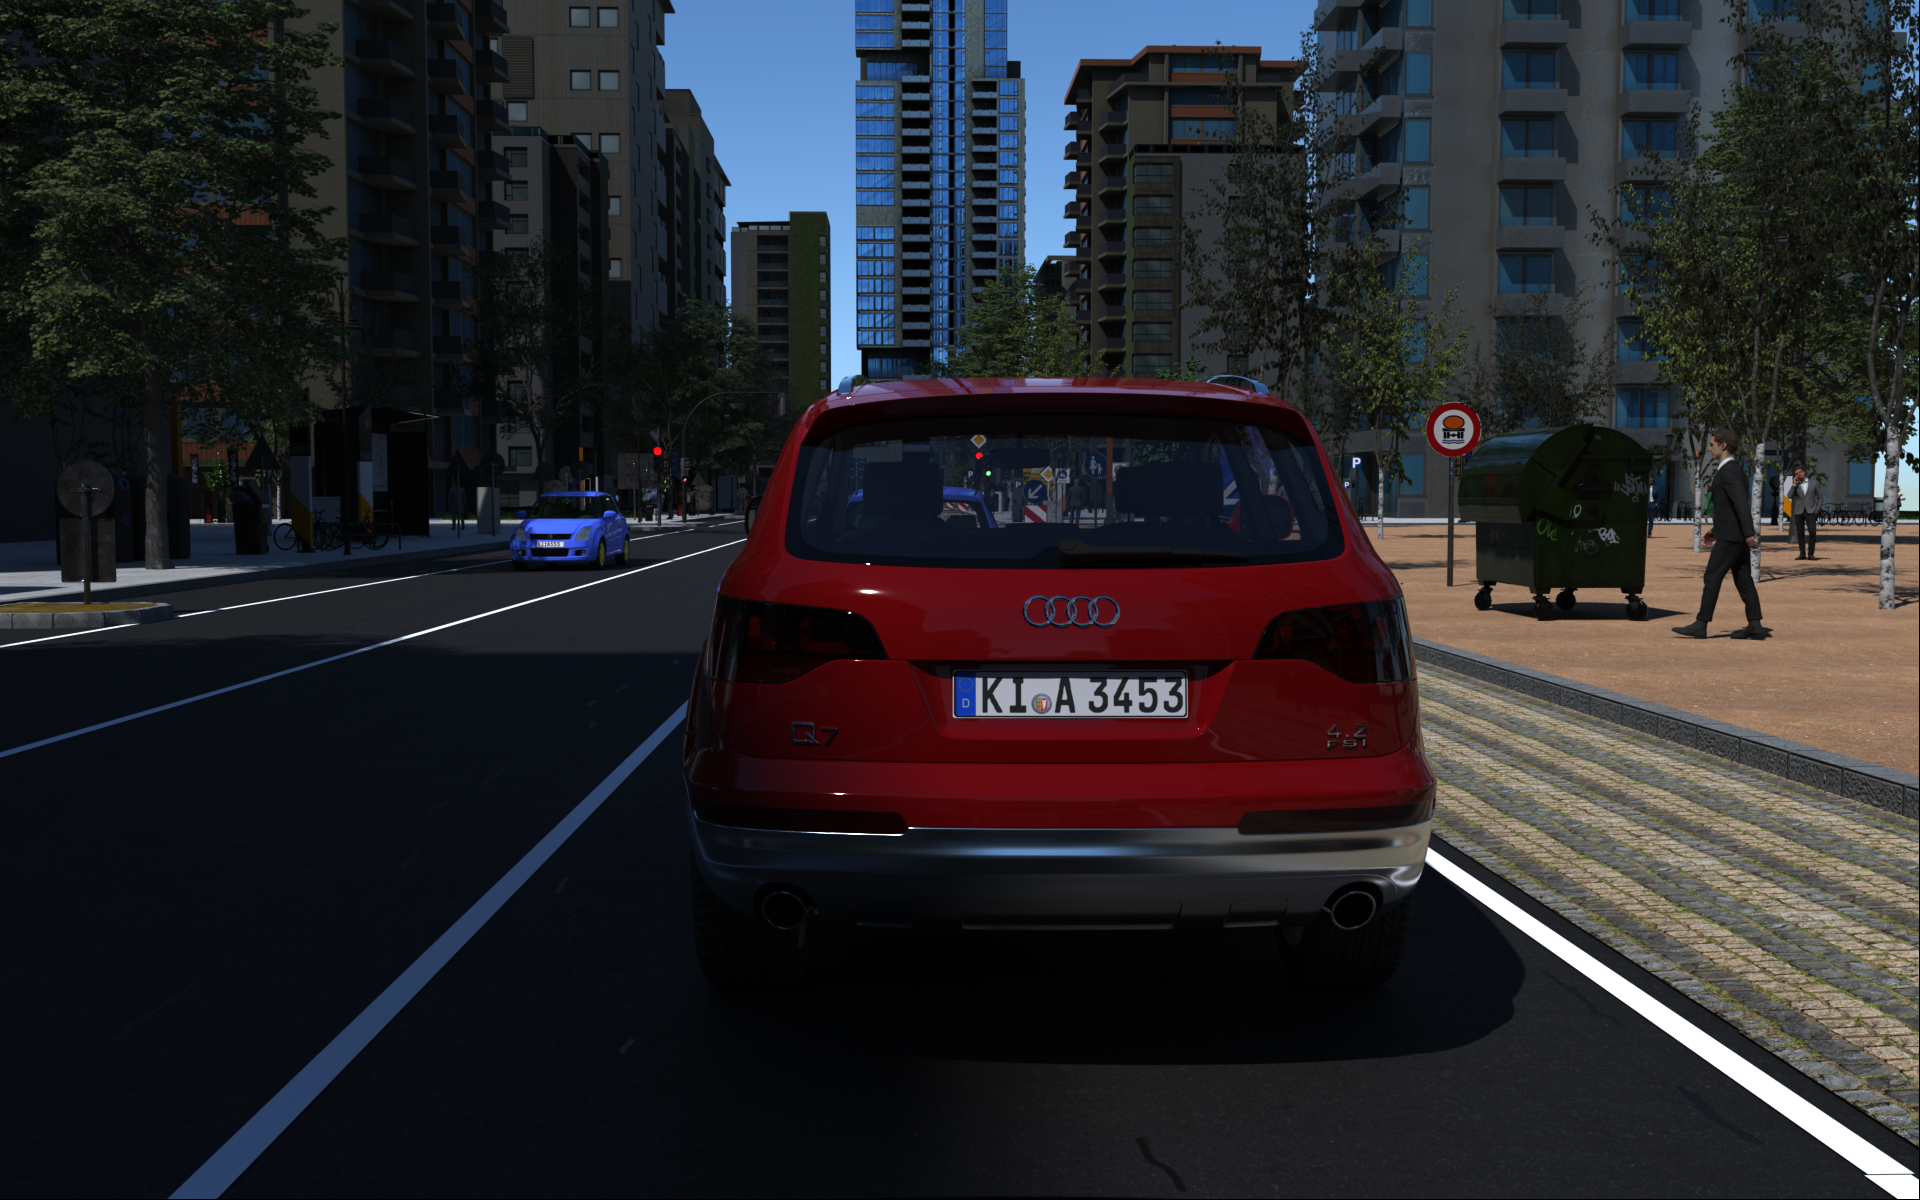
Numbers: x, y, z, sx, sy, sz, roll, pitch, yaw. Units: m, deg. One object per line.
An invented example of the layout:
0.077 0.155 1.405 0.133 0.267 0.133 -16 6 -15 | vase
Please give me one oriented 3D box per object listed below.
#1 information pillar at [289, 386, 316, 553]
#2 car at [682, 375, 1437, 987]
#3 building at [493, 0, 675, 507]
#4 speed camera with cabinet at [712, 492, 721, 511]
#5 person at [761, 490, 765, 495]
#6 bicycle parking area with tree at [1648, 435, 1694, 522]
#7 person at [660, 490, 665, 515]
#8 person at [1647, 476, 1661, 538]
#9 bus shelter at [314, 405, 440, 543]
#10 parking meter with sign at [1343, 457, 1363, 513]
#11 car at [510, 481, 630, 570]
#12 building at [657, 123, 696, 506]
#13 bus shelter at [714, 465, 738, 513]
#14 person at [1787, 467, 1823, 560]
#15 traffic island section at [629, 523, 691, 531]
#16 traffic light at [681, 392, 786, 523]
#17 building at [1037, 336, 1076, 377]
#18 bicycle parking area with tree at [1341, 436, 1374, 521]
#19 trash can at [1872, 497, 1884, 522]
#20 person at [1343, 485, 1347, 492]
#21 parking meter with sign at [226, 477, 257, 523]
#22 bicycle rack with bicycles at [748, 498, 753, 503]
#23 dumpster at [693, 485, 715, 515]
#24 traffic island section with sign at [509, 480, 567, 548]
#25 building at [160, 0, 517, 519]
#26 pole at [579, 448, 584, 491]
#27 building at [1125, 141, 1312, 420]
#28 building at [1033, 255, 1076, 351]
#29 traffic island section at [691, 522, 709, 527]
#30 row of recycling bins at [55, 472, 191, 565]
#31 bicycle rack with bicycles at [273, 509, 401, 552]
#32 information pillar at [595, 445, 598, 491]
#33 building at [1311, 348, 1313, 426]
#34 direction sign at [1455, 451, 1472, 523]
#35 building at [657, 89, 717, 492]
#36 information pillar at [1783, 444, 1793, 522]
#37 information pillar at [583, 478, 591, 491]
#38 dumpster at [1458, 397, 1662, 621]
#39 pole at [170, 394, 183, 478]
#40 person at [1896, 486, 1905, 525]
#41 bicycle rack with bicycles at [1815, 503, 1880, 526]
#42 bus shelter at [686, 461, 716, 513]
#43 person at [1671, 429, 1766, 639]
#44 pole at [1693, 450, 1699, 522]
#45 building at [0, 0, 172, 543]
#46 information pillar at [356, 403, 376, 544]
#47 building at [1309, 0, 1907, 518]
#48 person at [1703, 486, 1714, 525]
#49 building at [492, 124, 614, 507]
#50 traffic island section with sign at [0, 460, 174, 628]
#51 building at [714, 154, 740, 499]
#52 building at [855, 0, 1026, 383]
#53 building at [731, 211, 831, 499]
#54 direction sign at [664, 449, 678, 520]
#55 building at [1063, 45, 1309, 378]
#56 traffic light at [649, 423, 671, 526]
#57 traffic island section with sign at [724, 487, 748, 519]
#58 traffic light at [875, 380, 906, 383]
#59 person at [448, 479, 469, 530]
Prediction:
-14.366 -2.839 37.778 0.504 3.616 0.183 1 4 14 | information pillar
0.248 0.128 6.580 2.281 1.827 5.304 0 4 0 | car
-42.681 -35.155 164.027 28.713 52.752 27.495 0 4 -2 | building
-18.547 -8.168 127.880 2.038 3.252 0.660 0 4 1 | speed camera with cabinet
-23.083 -12.114 204.630 1.217 1.766 0.721 3 4 39 | person
31.695 -5.950 84.283 8.231 4.147 9.016 2 4 30 | bicycle parking area with tree
-18.792 -6.108 108.503 0.503 1.515 0.523 -3 5 -45 | person
19.995 -2.699 50.354 0.721 1.800 0.419 1 4 14 | person
-16.227 -3.503 48.551 1.731 3.624 6.357 0 4 -2 | bus shelter
18.114 -5.159 80.606 0.543 3.016 1.738 3 4 36 | parking meter with sign
-7.571 -1.478 33.754 1.945 1.707 3.694 0 3 0 | car
-36.112 -30.689 185.359 14.154 41.232 14.086 0 4 -2 | building
-16.275 -7.877 122.716 2.014 3.302 5.546 0 4 -2 | bus shelter
16.425 -1.678 33.655 0.473 1.802 0.592 -3 5 -39 | person
-12.004 -2.860 69.041 2.009 0.180 2.903 0 4 -2 | traffic island section
-10.141 -6.258 76.993 4.771 5.953 1.251 0 4 -2 | traffic light
23.350 -21.968 204.222 27.650 21.520 28.899 0 4 -2 | building
16.245 -6.017 85.386 8.231 4.147 9.016 1 4 15 | bicycle parking area with tree
42.154 -4.137 79.291 0.748 1.137 0.748 0 3 0 | trash can
12.192 -3.061 55.904 0.447 1.846 0.655 -3 4 -37 | person
-31.671 -4.938 76.996 1.738 3.016 0.543 -2 4 -32 | parking meter with sign
-17.491 -7.858 141.856 2.852 0.926 2.925 3 5 45 | bicycle rack with bicycles
-15.501 -6.048 104.644 1.264 1.857 1.865 0 4 -2 | dumpster
-10.933 -2.323 46.615 1.989 1.847 2.006 0 4 -2 | traffic island section with sign
-38.639 -27.233 99.876 22.147 44.769 28.867 0 4 -2 | building
-16.602 -5.024 75.993 0.158 3.312 0.155 0 3 0 | pole
20.732 -22.895 146.034 14.160 30.474 14.107 0 4 -2 | building
23.768 -34.952 263.340 23.993 40.220 32.217 0 4 -2 | building
-12.270 -3.348 77.022 2.009 0.180 2.903 0 4 -2 | traffic island section
-15.929 -1.581 32.958 1.069 1.692 3.534 0 4 7 | row of recycling bins
-14.294 -1.623 39.916 2.925 0.926 2.852 -3 4 -36 | bicycle rack with bicycles
-17.414 -5.608 83.038 0.183 3.616 0.504 -1 4 -16 | information pillar
43.681 -29.562 255.042 14.107 30.474 14.160 0 4 -2 | building
22.481 -5.228 77.467 0.379 3.537 0.876 -3 5 -45 | direction sign
-40.560 -35.521 204.461 21.600 48.544 21.300 0 4 -2 | building
37.994 -5.386 79.409 0.183 3.616 0.504 -2 4 -33 | information pillar
-17.287 -4.637 80.311 0.304 2.012 0.304 -1 4 -17 | information pillar
6.285 -0.963 18.241 1.502 2.255 1.985 0 4 -2 | dumpster
-16.010 -2.544 35.440 0.158 3.312 0.155 0 3 0 | pole
40.335 -4.014 74.479 0.532 1.782 0.716 3 5 39 | person
35.155 -3.444 69.694 2.852 0.926 2.925 0 4 0 | bicycle rack with bicycles
-18.175 -7.922 120.806 1.731 3.624 6.357 0 4 -2 | bus shelter
6.732 -0.580 15.307 0.755 1.850 0.659 2 4 35 | person
33.834 -5.244 79.585 0.158 3.312 0.155 0 3 0 | pole
-37.029 -15.634 49.116 24.014 27.812 14.314 0 4 -2 | building
-15.175 -3.232 44.202 0.183 3.616 0.504 1 4 21 | information pillar
35.619 -29.394 100.193 30.456 49.044 23.786 0 4 -2 | building
31.981 -3.984 73.882 0.529 1.795 0.600 2 4 29 | person
-36.195 -22.475 139.175 14.160 30.474 14.107 0 4 -2 | building
-10.033 -0.660 19.414 1.989 1.847 2.006 0 4 -2 | traffic island section with sign
-47.085 -40.989 259.412 27.495 52.752 28.713 0 4 -2 | building
-3.551 -57.704 256.136 31.000 86.520 22.319 0 4 -2 | building
-25.931 -34.780 252.241 14.086 41.232 14.154 0 4 -2 | building
-14.651 -5.824 87.226 0.876 3.537 0.379 -1 4 -18 | direction sign
21.937 -31.780 174.235 22.147 44.769 28.867 0 4 -2 | building
-11.964 -4.892 68.908 0.839 4.253 0.868 0 4 -2 | traffic light
-12.778 -5.705 101.898 1.989 1.847 2.006 0 4 -2 | traffic island section with sign
-0.998 -5.778 69.145 4.771 5.953 1.251 0 4 -2 | traffic light
-18.002 -3.419 62.050 0.694 1.812 0.767 -2 4 -32 | person
